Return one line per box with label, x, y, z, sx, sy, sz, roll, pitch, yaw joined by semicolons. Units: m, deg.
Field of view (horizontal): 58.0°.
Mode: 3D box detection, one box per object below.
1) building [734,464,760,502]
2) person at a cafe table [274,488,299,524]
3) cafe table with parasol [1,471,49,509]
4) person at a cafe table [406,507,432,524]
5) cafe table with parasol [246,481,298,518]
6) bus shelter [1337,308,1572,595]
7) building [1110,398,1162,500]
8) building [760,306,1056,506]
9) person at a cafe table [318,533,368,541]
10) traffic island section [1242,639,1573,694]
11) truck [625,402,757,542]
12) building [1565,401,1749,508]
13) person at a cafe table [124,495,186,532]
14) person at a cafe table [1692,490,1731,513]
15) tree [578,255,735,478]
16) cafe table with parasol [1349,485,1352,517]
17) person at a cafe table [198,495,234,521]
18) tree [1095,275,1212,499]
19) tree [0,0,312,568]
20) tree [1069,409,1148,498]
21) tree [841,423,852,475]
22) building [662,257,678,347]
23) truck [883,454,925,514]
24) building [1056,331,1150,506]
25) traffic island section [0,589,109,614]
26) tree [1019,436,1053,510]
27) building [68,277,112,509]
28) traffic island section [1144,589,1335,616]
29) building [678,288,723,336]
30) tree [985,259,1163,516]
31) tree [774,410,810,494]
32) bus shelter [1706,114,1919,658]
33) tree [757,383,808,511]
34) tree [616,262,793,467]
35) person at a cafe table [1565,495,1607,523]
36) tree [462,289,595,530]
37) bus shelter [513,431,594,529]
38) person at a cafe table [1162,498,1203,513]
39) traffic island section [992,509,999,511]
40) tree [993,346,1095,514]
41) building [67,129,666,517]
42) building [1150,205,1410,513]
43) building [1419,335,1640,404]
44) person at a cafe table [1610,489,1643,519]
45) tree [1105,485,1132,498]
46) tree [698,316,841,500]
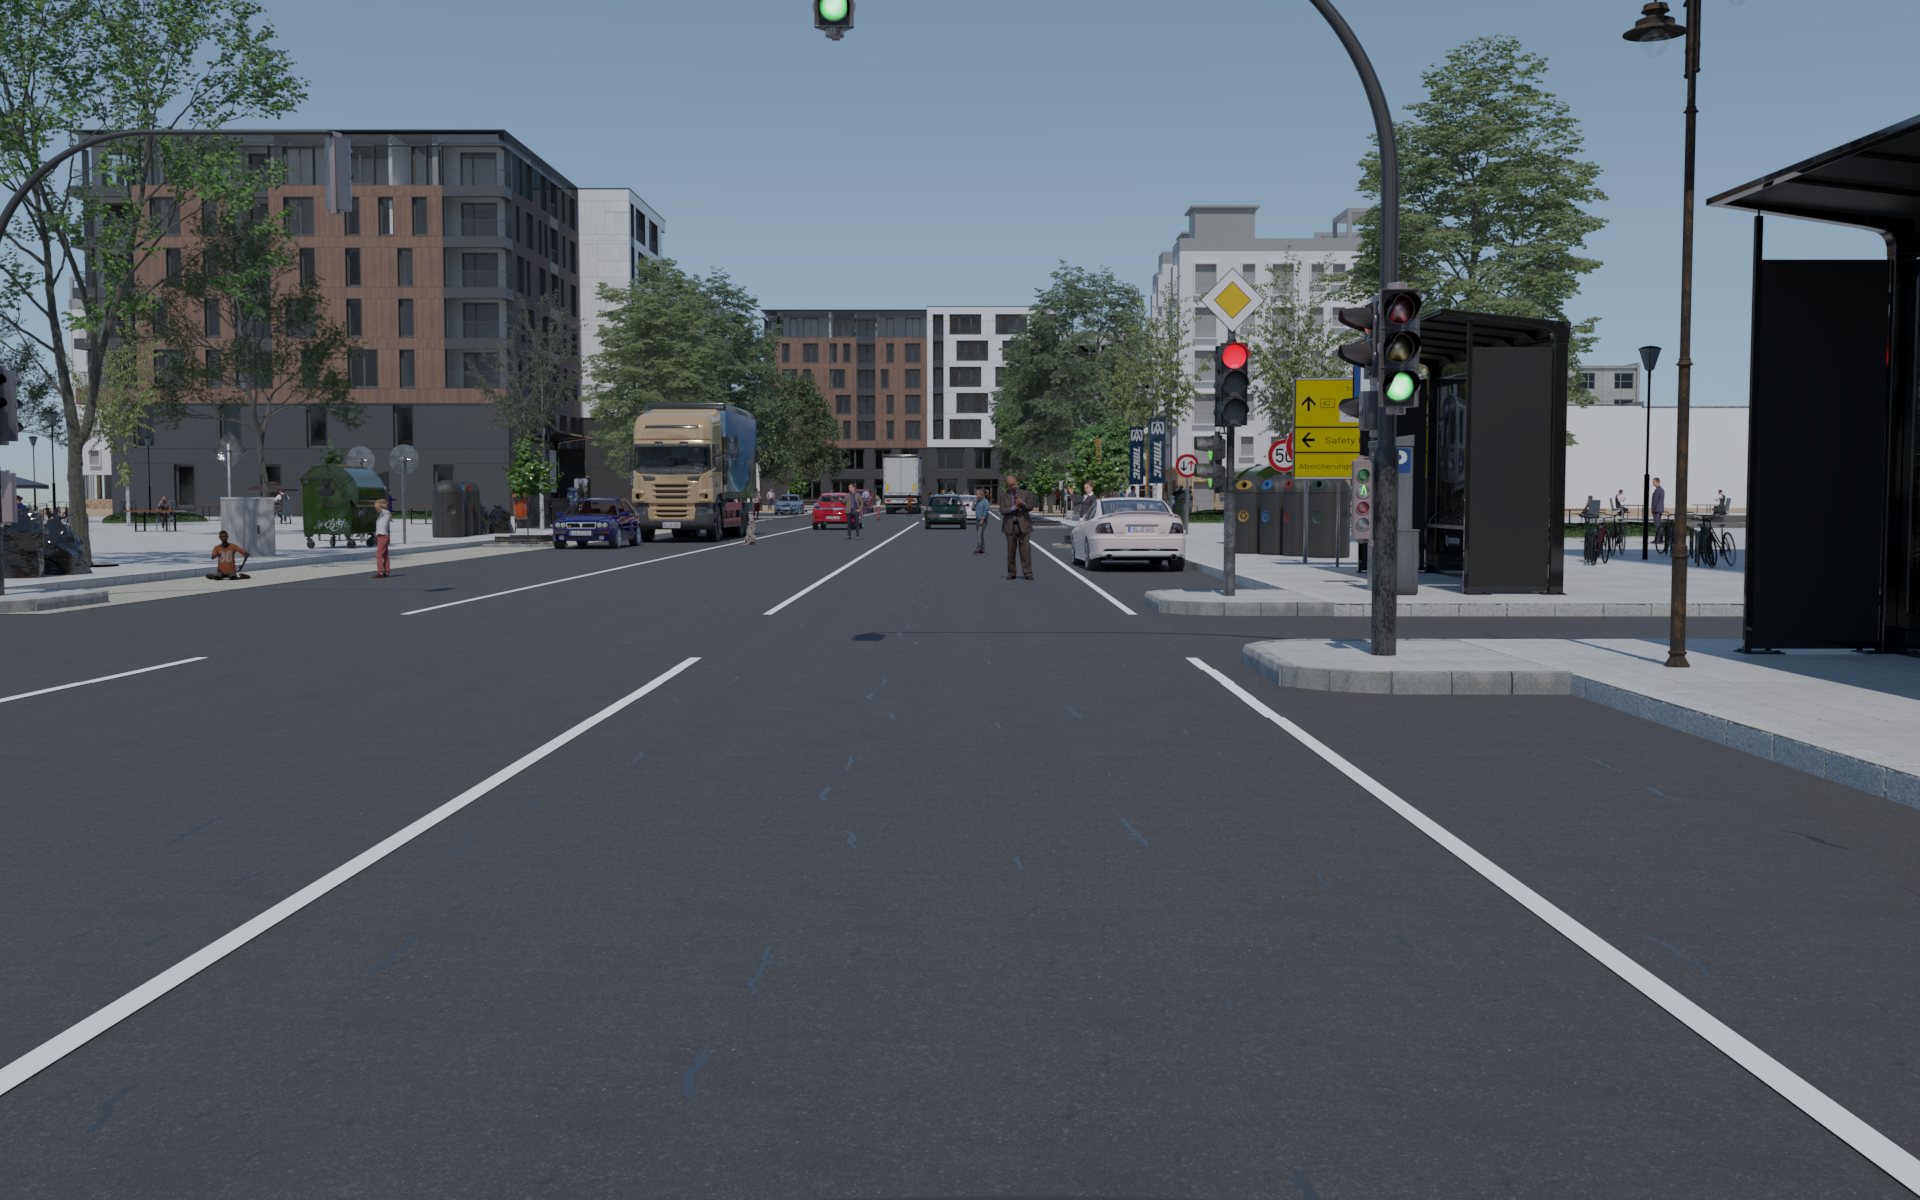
building;-36.118;-15.380;193.605;28.070;9.664;9.099;0;4;0
person at a cafe table;-29.093;-4.000;73.915;1.622;1.524;1.698;3;4;38
cafe table with parasol;-26.932;-2.662;48.388;2.610;1.966;2.610;-1;4;-22
person at a cafe table;-22.425;-3.844;73.708;1.726;1.238;1.698;1;4;17
cafe table with parasol;-37.264;-5.444;93.874;2.610;1.966;2.610;-1;4;-21
bus shelter;6.954;-2.065;25.050;1.731;3.624;6.357;0;4;0
building;18.608;-12.787;151.211;9.099;9.664;28.070;0;4;0
building;-5.736;-21.908;202.171;32.646;21.610;27.936;0;4;0
person at a cafe table;-16.722;-2.390;47.588;1.622;1.524;1.698;2;4;25
traffic island section;3.391;0.517;13.832;2.009;0.180;2.903;0;4;0
truck;-8.375;-4.058;55.264;2.839;4.237;11.283;0;4;0
building;61.596;-13.386;161.013;28.070;9.664;9.099;0;4;0
person at a cafe table;-27.468;-2.972;59.449;1.698;1.238;1.726;0;4;-3
person at a cafe table;40.356;-5.146;92.649;1.698;1.524;1.622;-3;4;-38
tree;-14.396;-10.052;82.477;7.486;12.596;7.792;0;3;0
cafe table with parasol;18.623;-4.970;86.123;2.610;1.966;2.610;1;4;11
person at a cafe table;-35.716;-4.461;83.792;1.726;1.238;1.698;-1;4;-9
tree;6.609;-6.635;58.850;4.737;8.622;4.395;0;3;0
tree;-15.395;-6.387;30.181;9.928;11.665;9.643;0;3;0
tree;5.859;-5.094;67.006;4.285;4.588;4.351;0;3;0
tree;-14.700;-14.788;158.786;9.611;12.733;9.660;0;3;0
building;-30.271;-17.101;136.026;16.016;20.091;11.380;0;4;0
truck;-4.136;-8.499;127.873;2.839;4.237;11.283;0;4;1
building;26.573;-20.179;196.388;31.486;18.905;16.747;0;4;0
traffic island section;-12.190;0.026;21.862;2.009;0.180;2.903;0;4;0
tree;6.752;-11.681;141.349;4.360;8.622;3.978;0;3;0
building;-71.224;-18.404;157.324;11.380;20.091;16.016;0;4;0
traffic island section;3.412;0.028;21.817;2.009;0.180;2.903;0;4;0
building;-38.136;-17.778;157.123;31.486;18.905;16.747;0;4;0
tree;6.656;-11.551;95.514;9.857;13.997;8.962;0;3;0
tree;-14.415;-11.791;143.145;4.360;8.622;3.978;0;3;0
bus shelter;6.792;-1.196;10.831;1.731;3.624;6.357;0;3;0
tree;-15.324;-12.020;130.931;8.767;10.594;7.601;2;4;31
tree;-14.461;-11.595;96.235;9.857;13.997;8.962;0;3;0
person at a cafe table;22.740;-3.203;63.223;1.698;1.238;1.726;-1;4;-9
tree;-15.152;-6.803;61.593;4.360;8.622;3.978;0;3;0
bus shelter;-15.759;-4.661;67.495;1.731;3.624;6.357;0;4;0
person at a cafe table;10.968;-4.617;86.351;1.726;1.238;1.698;-1;4;-14
traffic island section;3.744;-7.835;150.966;1.991;0.108;1.994;0;4;0
tree;6.035;-11.533;114.314;9.928;11.665;9.643;0;3;0
building;-35.958;-16.495;113.668;27.936;21.610;32.646;0;4;0
building;21.705;-16.071;119.175;16.016;20.091;11.380;0;4;0
building;58.060;-20.189;196.544;31.486;18.905;16.747;0;4;0
person at a cafe table;34.512;-4.962;89.637;1.622;1.524;1.698;1;4;10
tree;6.662;-4.967;75.818;1.663;3.219;1.824;0;3;0
tree;-14.555;-11.761;109.294;9.611;12.733;9.660;0;3;0
